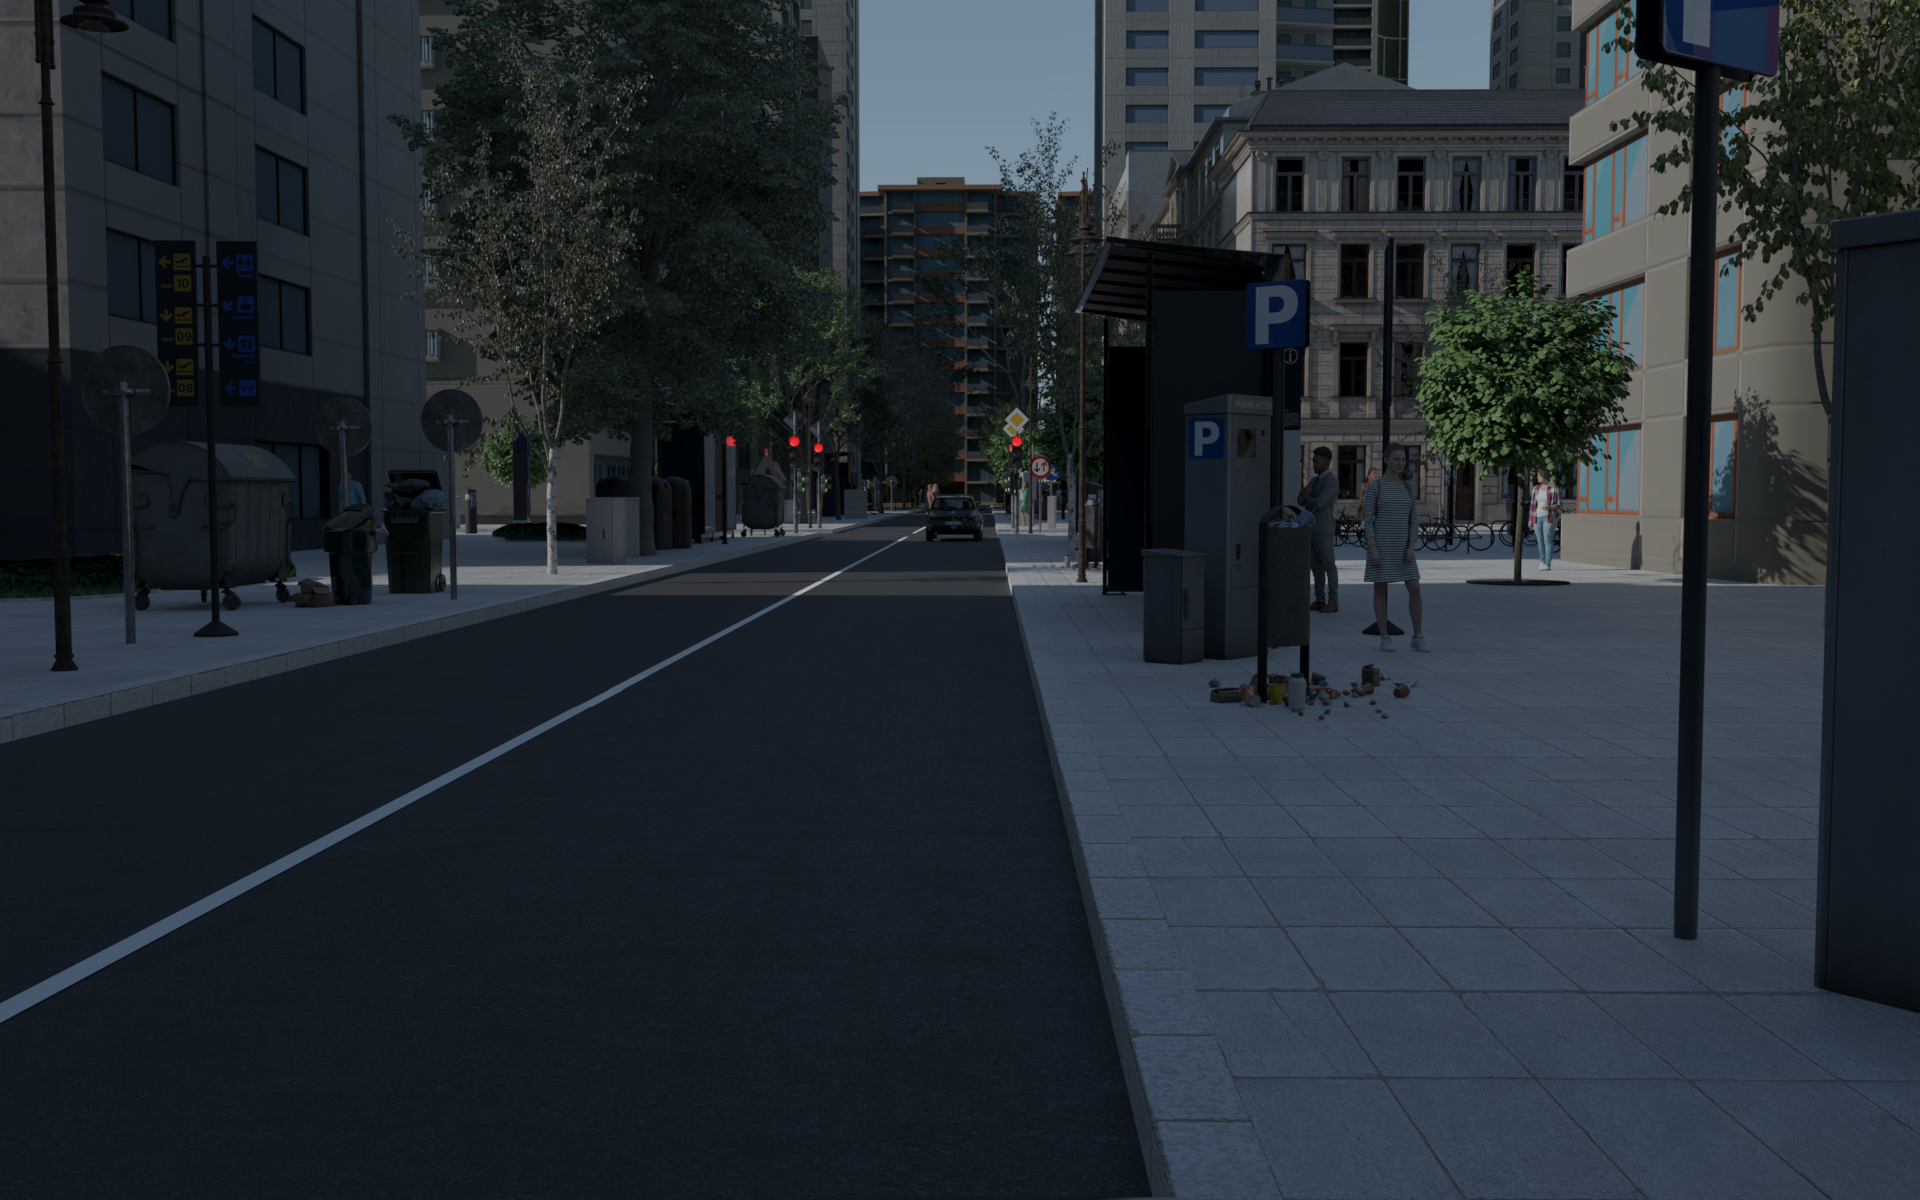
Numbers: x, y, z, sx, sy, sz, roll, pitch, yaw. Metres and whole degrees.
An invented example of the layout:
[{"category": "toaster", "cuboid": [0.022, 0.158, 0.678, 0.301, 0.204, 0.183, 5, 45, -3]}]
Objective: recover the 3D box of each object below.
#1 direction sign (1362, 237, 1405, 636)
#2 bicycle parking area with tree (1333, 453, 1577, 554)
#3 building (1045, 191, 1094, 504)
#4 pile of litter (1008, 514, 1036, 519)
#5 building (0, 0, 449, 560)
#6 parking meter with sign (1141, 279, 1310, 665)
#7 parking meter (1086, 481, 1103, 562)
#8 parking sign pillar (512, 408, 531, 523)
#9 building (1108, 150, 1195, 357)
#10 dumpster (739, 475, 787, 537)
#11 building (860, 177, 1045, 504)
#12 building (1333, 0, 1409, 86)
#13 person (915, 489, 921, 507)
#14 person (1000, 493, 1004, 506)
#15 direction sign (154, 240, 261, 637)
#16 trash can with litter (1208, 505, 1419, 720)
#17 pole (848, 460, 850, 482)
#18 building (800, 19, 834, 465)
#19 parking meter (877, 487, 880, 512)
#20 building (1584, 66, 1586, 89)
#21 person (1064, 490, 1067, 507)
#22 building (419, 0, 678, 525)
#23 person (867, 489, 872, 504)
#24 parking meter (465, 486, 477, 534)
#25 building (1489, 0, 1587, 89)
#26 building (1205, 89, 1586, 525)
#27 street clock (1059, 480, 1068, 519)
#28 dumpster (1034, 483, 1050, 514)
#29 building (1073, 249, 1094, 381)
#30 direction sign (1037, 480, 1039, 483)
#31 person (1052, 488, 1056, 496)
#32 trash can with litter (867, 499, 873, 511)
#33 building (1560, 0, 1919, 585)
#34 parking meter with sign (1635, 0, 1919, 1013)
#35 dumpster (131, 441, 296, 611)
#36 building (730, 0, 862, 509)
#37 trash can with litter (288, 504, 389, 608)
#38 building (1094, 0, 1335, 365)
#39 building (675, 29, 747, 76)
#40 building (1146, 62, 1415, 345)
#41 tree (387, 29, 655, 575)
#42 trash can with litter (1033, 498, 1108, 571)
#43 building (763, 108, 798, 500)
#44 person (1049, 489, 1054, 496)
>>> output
[{"category": "direction sign", "cuboid": [3.881, -1.454, 15.776, 0.379, 3.537, 0.876, 1, 4, 10]}, {"category": "bicycle parking area with tree", "cuboid": [12.410, -3.277, 40.586, 9.016, 4.147, 8.231, 1, 4, 14]}, {"category": "building", "cuboid": [25.987, -35.903, 241.638, 28.867, 44.769, 22.147, 0, 4, 1]}, {"category": "pile of litter", "cuboid": [3.388, -4.585, 88.927, 1.719, 0.858, 1.176, 2, 4, 25]}, {"category": "building", "cuboid": [-25.014, -36.658, 37.609, 20.611, 71.187, 20.563, 0, 4, 1]}, {"category": "parking meter with sign", "cuboid": [2.085, -1.063, 13.647, 0.543, 3.016, 1.738, 3, 5, 39]}, {"category": "parking meter", "cuboid": [2.568, -1.495, 32.860, 0.372, 1.533, 0.369, 0, 3, 0]}, {"category": "parking sign pillar", "cuboid": [-13.964, -4.079, 55.165, 1.447, 3.967, 1.447, -1, 4, -8]}, {"category": "building", "cuboid": [17.707, -19.031, 129.182, 12.078, 24.808, 19.932, 0, 4, 1]}, {"category": "dumpster", "cuboid": [-5.937, -2.836, 52.129, 1.264, 1.857, 1.865, 0, 4, 1]}, {"category": "building", "cuboid": [-3.287, -35.923, 241.972, 28.867, 44.769, 22.147, 0, 4, 1]}, {"category": "building", "cuboid": [50.940, -49.007, 239.518, 20.611, 71.187, 20.563, 0, 4, 1]}, {"category": "person", "cuboid": [-4.375, -10.488, 177.536, 0.705, 1.822, 1.348, -2, 4, -29]}, {"category": "person", "cuboid": [4.439, -10.442, 180.000, 0.697, 1.427, 0.421, -2, 4, -26]}, {"category": "direction sign", "cuboid": [-6.736, -1.442, 15.576, 0.876, 3.537, 0.379, 0, 4, -5]}, {"category": "trash can with litter", "cuboid": [2.361, 0.003, 11.009, 1.678, 1.210, 2.233, 3, 5, 42]}, {"category": "pole", "cuboid": [-6.707, -6.761, 104.391, 0.158, 3.312, 0.155, 0, 3, 0]}, {"category": "building", "cuboid": [-19.831, -31.654, 167.657, 14.600, 45.320, 14.200, 0, 4, 1]}, {"category": "parking meter", "cuboid": [-5.685, -7.130, 122.287, 0.399, 1.863, 0.255, 0, 4, -1]}, {"category": "building", "cuboid": [49.035, -16.840, 79.854, 34.151, 26.468, 19.350, 0, 4, 1]}, {"category": "person", "cuboid": [10.537, -10.299, 175.227, 0.742, 1.727, 0.445, 3, 5, 40]}, {"category": "building", "cuboid": [-25.988, -28.018, 81.794, 21.300, 48.544, 21.600, 0, 4, 1]}, {"category": "person", "cuboid": [-7.827, -8.890, 152.108, 1.217, 1.735, 0.721, 0, 4, 4]}, {"category": "parking meter", "cuboid": [-15.769, -2.902, 55.860, 0.372, 1.533, 0.369, 0, 3, 0]}, {"category": "building", "cuboid": [70.228, -46.300, 195.251, 20.611, 71.187, 20.563, 0, 4, 1]}, {"category": "building", "cuboid": [21.172, -12.985, 76.933, 19.286, 19.102, 10.561, 0, 4, 1]}, {"category": "street clock", "cuboid": [5.245, -5.102, 87.996, 0.471, 2.002, 0.358, 0, 4, 1]}, {"category": "dumpster", "cuboid": [4.286, -5.220, 91.110, 1.264, 1.857, 1.865, 0, 4, 1]}, {"category": "building", "cuboid": [19.924, -26.205, 200.147, 14.160, 30.474, 14.107, 0, 4, 1]}, {"category": "direction sign", "cuboid": [5.628, -8.629, 133.077, 0.876, 3.537, 0.379, 2, 4, 24]}, {"category": "person", "cuboid": [8.937, -9.630, 163.572, 1.350, 1.814, 0.705, -2, 4, -34]}, {"category": "trash can with litter", "cuboid": [-6.796, -7.130, 127.957, 1.055, 1.170, 0.624, 0, 4, -5]}, {"category": "building", "cuboid": [25.134, -10.578, 17.997, 27.650, 21.520, 28.899, 0, 4, 1]}, {"category": "parking meter with sign", "cuboid": [2.552, -0.488, 4.232, 0.543, 3.016, 1.738, -2, 4, -33]}, {"category": "dumpster", "cuboid": [-8.508, -0.852, 19.694, 1.264, 1.857, 1.865, 0, 4, 1]}, {"category": "building", "cuboid": [-22.275, -46.396, 196.819, 20.611, 71.187, 20.563, 0, 4, 1]}, {"category": "trash can with litter", "cuboid": [-7.146, -0.521, 19.900, 0.624, 1.170, 1.055, 2, 4, 27]}, {"category": "building", "cuboid": [22.612, -37.584, 156.490, 21.231, 58.520, 28.212, 0, 4, 1]}, {"category": "building", "cuboid": [-20.437, -20.573, 108.065, 14.160, 30.474, 14.107, 0, 4, 1]}, {"category": "building", "cuboid": [18.227, -17.282, 101.653, 14.460, 24.649, 34.723, 0, 4, 1]}, {"category": "tree", "cuboid": [-6.671, -4.724, 27.607, 4.360, 8.622, 3.978, 0, 3, 0]}, {"category": "trash can with litter", "cuboid": [2.274, -1.141, 29.716, 1.678, 1.210, 2.233, -1, 4, -13]}, {"category": "building", "cuboid": [-20.073, -21.922, 130.128, 14.160, 30.474, 14.107, 0, 4, 1]}, {"category": "person", "cuboid": [7.473, -8.491, 145.589, 1.217, 1.743, 0.721, 0, 4, 3]}]
